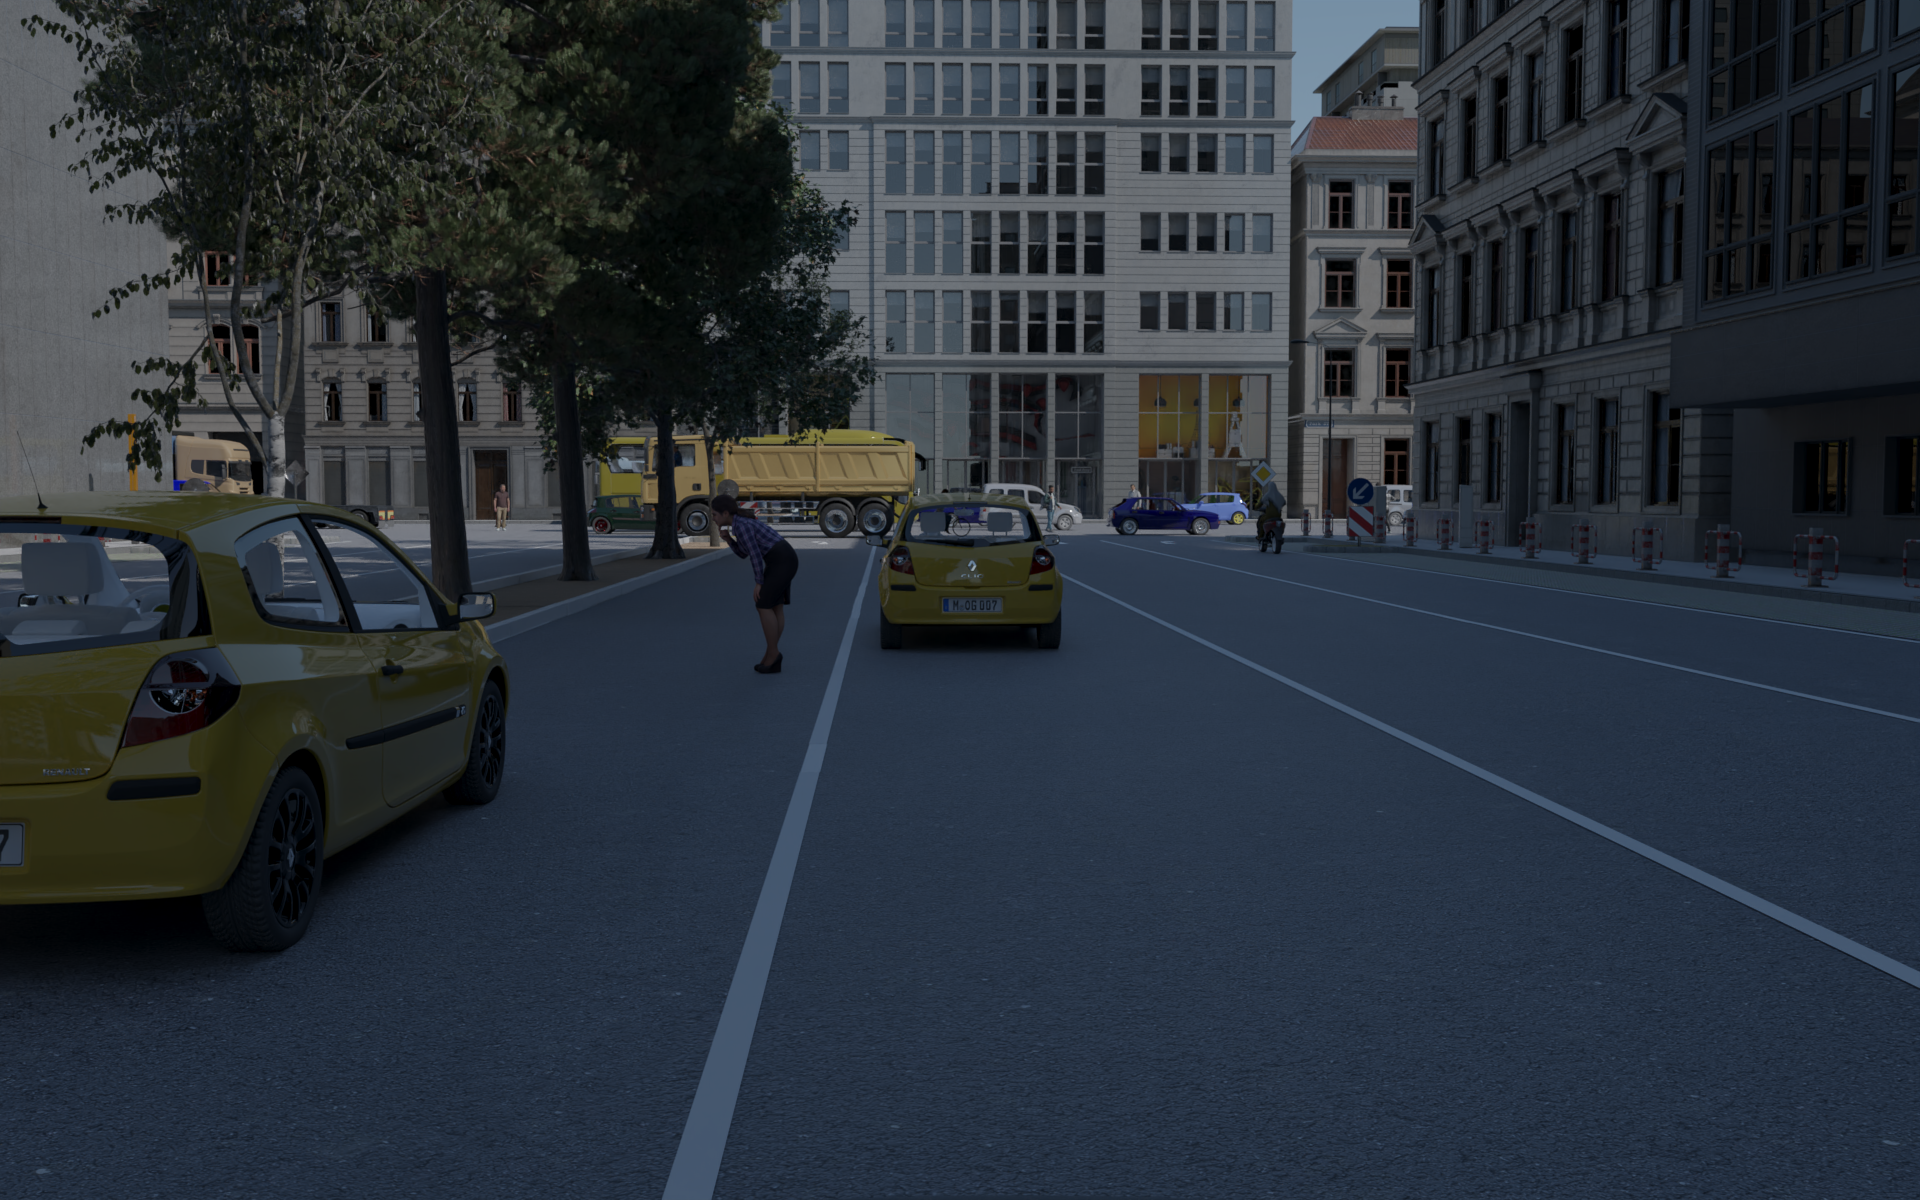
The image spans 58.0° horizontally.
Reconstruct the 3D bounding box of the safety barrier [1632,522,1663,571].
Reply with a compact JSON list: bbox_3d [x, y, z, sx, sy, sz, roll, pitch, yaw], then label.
[{"bbox_3d":[11.547,-0.907,29.099,0.300,0.817,1.120,0,4,-2],"label":"safety barrier"}]

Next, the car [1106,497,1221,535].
[{"bbox_3d":[7.136,-2.951,60.825,3.894,1.354,1.945,0,4,-2],"label":"car"}]

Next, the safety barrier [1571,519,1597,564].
[{"bbox_3d":[11.437,-1.069,31.752,0.300,0.817,1.120,0,4,-2],"label":"safety barrier"}]

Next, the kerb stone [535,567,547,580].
[{"bbox_3d":[-7.140,-0.420,29.095,0.120,0.150,1.000,0,4,-2],"label":"kerb stone"}]

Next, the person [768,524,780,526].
[{"bbox_3d":[-8.380,-3.973,77.701,0.590,1.304,0.306,0,4,4],"label":"person"}]

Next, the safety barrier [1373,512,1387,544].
[{"bbox_3d":[10.903,-1.879,44.992,0.300,0.817,1.120,0,4,-2],"label":"safety barrier"}]

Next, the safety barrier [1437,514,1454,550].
[{"bbox_3d":[11.117,-1.554,39.687,0.300,0.817,1.120,0,4,-2],"label":"safety barrier"}]

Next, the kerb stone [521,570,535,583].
[{"bbox_3d":[-7.093,-0.357,28.070,0.120,0.150,1.000,0,4,-2],"label":"kerb stone"}]

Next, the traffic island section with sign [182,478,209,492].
[{"bbox_3d":[-18.948,-2.072,42.505,1.989,1.847,2.006,0,4,-2],"label":"traffic island section with sign"}]

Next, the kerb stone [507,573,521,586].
[{"bbox_3d":[-7.058,-0.295,27.043,0.120,0.150,1.000,0,4,-2],"label":"kerb stone"}]

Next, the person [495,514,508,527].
[{"bbox_3d":[-20.010,-3.600,75.639,0.655,0.850,0.859,0,4,1],"label":"person"}]

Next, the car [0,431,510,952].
[{"bbox_3d":[-2.974,0.208,6.827,2.015,1.641,3.980,0,4,-1],"label":"car"}]

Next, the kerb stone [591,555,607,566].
[{"bbox_3d":[-7.390,-0.800,35.280,0.120,0.150,1.000,0,4,-2],"label":"kerb stone"}]

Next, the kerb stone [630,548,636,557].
[{"bbox_3d":[-7.557,-1.052,39.417,0.120,0.150,1.000,0,4,-2],"label":"kerb stone"}]

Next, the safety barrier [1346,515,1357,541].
[{"bbox_3d":[10.793,-2.041,47.648,0.300,0.817,1.120,0,4,-2],"label":"safety barrier"}]

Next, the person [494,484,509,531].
[{"bbox_3d":[-17.944,-3.620,67.821,0.598,1.807,0.434,-1,4,-17],"label":"person"}]

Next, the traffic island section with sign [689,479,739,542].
[{"bbox_3d":[-7.009,-2.676,51.896,2.006,1.907,1.989,0,4,-2],"label":"traffic island section with sign"}]

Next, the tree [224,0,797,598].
[{"bbox_3d":[-6.534,-7.249,28.405,7.806,13.903,7.818,0,3,0],"label":"tree"}]

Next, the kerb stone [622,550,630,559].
[{"bbox_3d":[-7.518,-0.991,38.391,0.120,0.150,1.000,0,4,-2],"label":"kerb stone"}]

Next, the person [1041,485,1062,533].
[{"bbox_3d":[3.350,-3.380,64.110,0.721,1.781,0.623,2,4,25],"label":"person"}]

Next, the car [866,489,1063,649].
[{"bbox_3d":[0.048,-0.442,17.448,2.015,1.641,3.980,0,4,-2],"label":"car"}]

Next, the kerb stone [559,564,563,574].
[{"bbox_3d":[-7.231,-0.548,31.149,0.120,0.150,1.000,0,4,-2],"label":"kerb stone"}]

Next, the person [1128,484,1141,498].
[{"bbox_3d":[7.145,-3.814,70.709,0.661,1.843,0.795,3,5,42],"label":"person"}]

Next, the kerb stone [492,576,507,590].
[{"bbox_3d":[-7.013,-0.233,26.009,0.120,0.150,1.000,0,4,-2],"label":"kerb stone"}]

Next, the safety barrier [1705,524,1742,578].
[{"bbox_3d":[11.656,-0.745,26.454,0.300,0.817,1.120,0,4,-2],"label":"safety barrier"}]

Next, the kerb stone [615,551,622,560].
[{"bbox_3d":[-7.476,-0.923,37.350,0.120,0.150,1.000,0,4,-2],"label":"kerb stone"}]

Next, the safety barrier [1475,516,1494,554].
[{"bbox_3d":[11.218,-1.392,37.041,0.300,0.817,1.120,0,4,-2],"label":"safety barrier"}]

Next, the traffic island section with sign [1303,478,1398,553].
[{"bbox_3d":[9.549,-2.081,42.660,1.989,1.847,2.006,0,4,-2],"label":"traffic island section with sign"}]

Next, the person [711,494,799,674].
[{"bbox_3d":[-1.634,-0.129,13.841,0.697,1.427,0.421,-1,4,-14],"label":"person"}]

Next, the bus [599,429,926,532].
[{"bbox_3d":[-7.462,-4.576,66.362,12.252,3.916,2.896,0,4,-3],"label":"bus"}]

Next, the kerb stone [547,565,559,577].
[{"bbox_3d":[-7.180,-0.485,30.124,0.120,0.150,1.000,0,4,-2],"label":"kerb stone"}]

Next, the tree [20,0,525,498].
[{"bbox_3d":[-5.339,-3.709,13.458,4.360,8.622,3.978,0,3,0],"label":"tree"}]

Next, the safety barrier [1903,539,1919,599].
[{"bbox_3d":[11.862,-0.421,21.160,0.300,0.817,1.120,0,4,-2],"label":"safety barrier"}]

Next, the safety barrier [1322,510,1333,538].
[{"bbox_3d":[10.683,-2.204,50.310,0.300,0.817,1.120,0,4,-2],"label":"safety barrier"}]

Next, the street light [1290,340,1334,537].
[{"bbox_3d":[10.622,-4.875,52.241,1.470,5.913,1.316,0,4,-2],"label":"street light"}]

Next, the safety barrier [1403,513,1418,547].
[{"bbox_3d":[11.008,-1.717,42.342,0.300,0.817,1.120,0,4,-2],"label":"safety barrier"}]

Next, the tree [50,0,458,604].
[{"bbox_3d":[-6.285,-6.767,20.518,7.806,13.903,7.818,0,3,0],"label":"tree"}]

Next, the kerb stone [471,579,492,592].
[{"bbox_3d":[-6.970,-0.170,24.983,0.120,0.150,1.000,0,4,-2],"label":"kerb stone"}]

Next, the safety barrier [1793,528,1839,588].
[{"bbox_3d":[11.759,-0.583,23.804,0.300,0.817,1.120,0,4,-2],"label":"safety barrier"}]

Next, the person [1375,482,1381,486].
[{"bbox_3d":[14.240,-3.133,59.573,0.795,1.843,0.661,-1,4,-9],"label":"person"}]

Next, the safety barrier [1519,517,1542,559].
[{"bbox_3d":[11.327,-1.231,34.397,0.300,0.817,1.120,0,4,-2],"label":"safety barrier"}]

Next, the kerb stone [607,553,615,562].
[{"bbox_3d":[-7.435,-0.862,36.314,0.120,0.150,1.000,0,4,-2],"label":"kerb stone"}]

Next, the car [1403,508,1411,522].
[{"bbox_3d":[21.833,-3.940,76.426,4.499,1.417,2.014,0,4,-2],"label":"car"}]

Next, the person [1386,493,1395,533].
[{"bbox_3d":[15.425,-3.280,62.854,0.841,1.734,0.376,-2,4,-34],"label":"person"}]

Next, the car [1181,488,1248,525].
[{"bbox_3d":[11.582,-4.363,80.932,3.694,1.707,1.945,0,4,-3],"label":"car"}]

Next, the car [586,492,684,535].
[{"bbox_3d":[-11.386,-3.206,62.204,4.222,1.686,2.009,0,4,-3],"label":"car"}]

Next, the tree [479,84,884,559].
[{"bbox_3d":[-6.502,-7.254,38.074,9.611,12.733,9.660,0,3,0],"label":"tree"}]

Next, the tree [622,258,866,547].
[{"bbox_3d":[-6.616,-6.725,46.831,8.767,10.594,7.601,0,4,-2],"label":"tree"}]

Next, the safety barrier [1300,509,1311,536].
[{"bbox_3d":[10.578,-2.366,52.954,0.300,0.817,1.120,0,4,-2],"label":"safety barrier"}]

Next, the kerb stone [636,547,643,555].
[{"bbox_3d":[-7.598,-1.112,40.443,0.120,0.150,1.000,0,4,-2],"label":"kerb stone"}]

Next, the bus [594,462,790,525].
[{"bbox_3d":[-11.246,-5.283,81.229,13.247,3.499,2.948,0,4,-1],"label":"bus"}]
